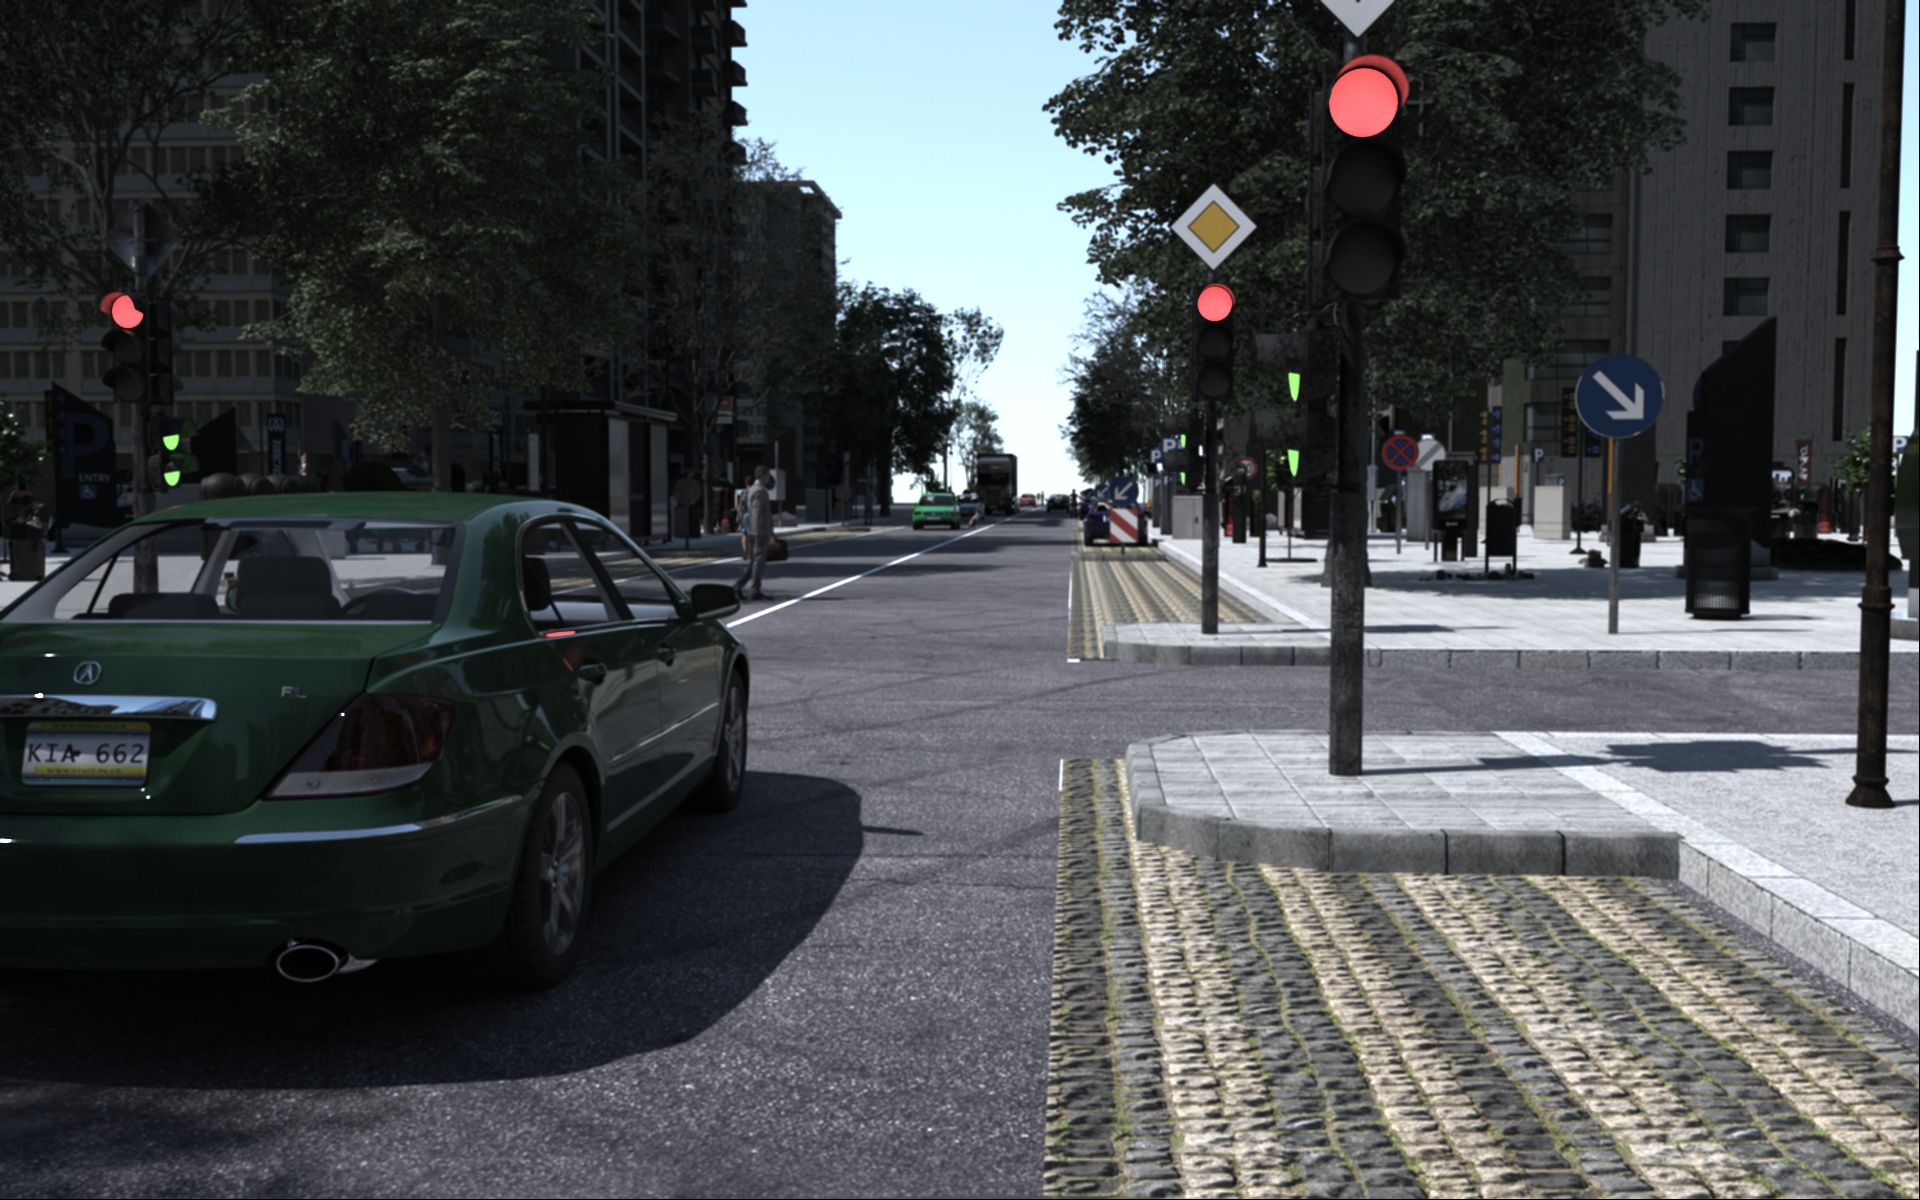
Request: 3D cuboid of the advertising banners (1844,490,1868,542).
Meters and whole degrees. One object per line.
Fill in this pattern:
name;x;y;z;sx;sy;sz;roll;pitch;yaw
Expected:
advertising banners;24.698;-3.112;47.070;2.074;3.025;0.090;-3;4;-36

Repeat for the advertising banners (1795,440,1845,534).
advertising banners;27.951;-3.652;55.893;2.074;3.025;0.090;0;4;1

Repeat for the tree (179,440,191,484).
tree;-25.477;-3.799;56.707;1.663;3.219;1.824;0;3;0

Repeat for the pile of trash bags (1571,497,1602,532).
pile of trash bags;21.332;-3.121;60.788;1.912;1.369;3.447;0;4;-1

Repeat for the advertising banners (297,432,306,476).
advertising banners;-19.135;-3.293;50.021;0.090;3.025;2.074;-2;4;-25

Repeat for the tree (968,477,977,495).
tree;1.396;-11.838;188.145;1.663;3.219;1.824;0;3;0

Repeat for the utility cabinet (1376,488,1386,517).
utility cabinet;16.645;-3.612;67.742;1.173;1.500;0.318;0;4;2

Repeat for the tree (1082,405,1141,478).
tree;16.583;-15.730;182.937;9.928;11.665;9.643;0;3;0

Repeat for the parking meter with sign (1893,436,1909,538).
parking meter with sign;27.834;-3.345;50.954;0.543;3.016;1.738;1;4;12

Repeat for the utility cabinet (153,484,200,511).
utility cabinet;-17.081;-1.792;37.984;1.173;1.500;0.318;-2;4;-28

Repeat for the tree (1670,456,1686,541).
tree;20.412;-3.260;47.901;1.663;3.219;1.824;0;3;0

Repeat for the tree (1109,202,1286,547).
tree;5.990;-5.570;41.430;4.360;8.622;3.978;0;3;0

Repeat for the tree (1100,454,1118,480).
tree;16.931;-14.909;194.119;4.737;8.622;4.395;0;3;0

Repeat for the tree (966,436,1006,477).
tree;4.269;-19.254;249.217;7.601;10.594;8.767;1;4;10

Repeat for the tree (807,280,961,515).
tree;-4.463;-12.123;104.868;9.857;13.997;8.962;0;3;0

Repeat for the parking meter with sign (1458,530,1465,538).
parking meter with sign;14.207;-3.320;50.543;1.738;3.016;0.543;-2;4;-34

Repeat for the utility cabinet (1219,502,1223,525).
utility cabinet;10.800;-3.752;70.024;1.173;1.500;0.318;3;4;37

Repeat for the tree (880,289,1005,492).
tree;-2.530;-18.640;160.658;12.611;20.169;13.585;0;3;0

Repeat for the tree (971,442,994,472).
tree;3.460;-17.087;229.736;4.737;8.622;4.395;0;3;0

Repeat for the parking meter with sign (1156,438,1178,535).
parking meter with sign;6.566;-3.572;54.656;0.543;3.016;1.738;0;4;5

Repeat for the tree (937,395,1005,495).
tree;0.966;-15.669;181.942;9.928;11.665;9.643;0;3;0

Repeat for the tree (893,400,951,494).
tree;-2.672;-10.821;127.281;4.360;8.622;3.978;0;3;0

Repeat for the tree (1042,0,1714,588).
tree;5.307;-7.154;23.622;9.857;13.997;8.962;0;3;0

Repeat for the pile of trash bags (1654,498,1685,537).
pile of trash bags;22.169;-2.598;52.236;3.447;1.369;1.912;2;4;28

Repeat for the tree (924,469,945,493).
tree;-2.151;-8.444;132.660;1.663;3.219;1.824;0;3;0

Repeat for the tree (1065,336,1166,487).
tree;11.092;-12.523;122.885;7.486;12.596;7.792;0;3;0

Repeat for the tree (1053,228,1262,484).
tree;9.411;-10.285;78.536;12.009;13.543;11.850;0;3;0

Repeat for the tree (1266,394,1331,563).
tree;6.180;-2.331;32.714;1.663;3.219;1.824;0;3;0

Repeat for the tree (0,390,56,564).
tree;-17.682;-2.302;32.243;1.663;3.219;1.824;0;3;0

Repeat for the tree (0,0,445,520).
tree;-10.436;-5.378;22.342;8.767;10.594;7.601;1;4;8

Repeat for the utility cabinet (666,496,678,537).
utility cabinet;-8.975;-2.517;52.318;0.306;1.237;1.020;2;4;35

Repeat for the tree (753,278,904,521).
tree;-6.464;-9.635;83.280;9.928;11.665;9.643;0;3;0

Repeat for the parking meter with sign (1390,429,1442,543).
parking meter with sign;12.304;-3.055;46.211;0.543;3.016;1.738;-2;4;-34

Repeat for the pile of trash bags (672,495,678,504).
pile of trash bags;-13.318;-4.132;77.306;1.912;1.369;3.447;0;4;1

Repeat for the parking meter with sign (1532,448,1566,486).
parking meter with sign;22.293;-4.202;64.964;0.543;3.016;1.738;-2;4;-28

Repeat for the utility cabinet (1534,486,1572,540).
utility cabinet;16.586;-2.433;48.460;0.318;1.500;1.173;-1;4;-21

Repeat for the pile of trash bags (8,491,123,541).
pile of trash bags;-23.984;-2.267;46.811;1.912;1.369;3.447;2;4;28

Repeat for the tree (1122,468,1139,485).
tree;11.559;-7.483;116.952;1.663;3.219;1.824;0;3;0

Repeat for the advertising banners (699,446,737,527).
advertising banners;-8.456;-4.078;62.865;2.074;3.025;0.090;0;4;7

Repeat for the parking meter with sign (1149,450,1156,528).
parking meter with sign;7.621;-4.325;66.971;0.543;3.016;1.738;0;4;4

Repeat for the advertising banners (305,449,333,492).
advertising banners;-25.004;-4.362;67.508;2.074;3.025;0.090;1;4;22

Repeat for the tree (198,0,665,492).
tree;-9.164;-6.879;30.598;7.486;12.596;7.792;0;3;0

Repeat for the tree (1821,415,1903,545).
tree;22.284;-2.928;42.482;1.663;3.219;1.824;0;3;0

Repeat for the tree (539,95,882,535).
tree;-7.952;-8.794;54.157;12.009;13.543;11.850;0;3;0

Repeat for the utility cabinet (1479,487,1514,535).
utility cabinet;16.416;-2.710;52.984;0.318;1.500;1.173;-2;4;-26

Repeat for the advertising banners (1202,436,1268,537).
advertising banners;8.166;-3.394;51.687;2.074;3.025;0.090;1;4;22

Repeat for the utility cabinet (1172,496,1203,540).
utility cabinet;6.534;-2.315;49.009;1.020;1.237;0.306;1;4;21
